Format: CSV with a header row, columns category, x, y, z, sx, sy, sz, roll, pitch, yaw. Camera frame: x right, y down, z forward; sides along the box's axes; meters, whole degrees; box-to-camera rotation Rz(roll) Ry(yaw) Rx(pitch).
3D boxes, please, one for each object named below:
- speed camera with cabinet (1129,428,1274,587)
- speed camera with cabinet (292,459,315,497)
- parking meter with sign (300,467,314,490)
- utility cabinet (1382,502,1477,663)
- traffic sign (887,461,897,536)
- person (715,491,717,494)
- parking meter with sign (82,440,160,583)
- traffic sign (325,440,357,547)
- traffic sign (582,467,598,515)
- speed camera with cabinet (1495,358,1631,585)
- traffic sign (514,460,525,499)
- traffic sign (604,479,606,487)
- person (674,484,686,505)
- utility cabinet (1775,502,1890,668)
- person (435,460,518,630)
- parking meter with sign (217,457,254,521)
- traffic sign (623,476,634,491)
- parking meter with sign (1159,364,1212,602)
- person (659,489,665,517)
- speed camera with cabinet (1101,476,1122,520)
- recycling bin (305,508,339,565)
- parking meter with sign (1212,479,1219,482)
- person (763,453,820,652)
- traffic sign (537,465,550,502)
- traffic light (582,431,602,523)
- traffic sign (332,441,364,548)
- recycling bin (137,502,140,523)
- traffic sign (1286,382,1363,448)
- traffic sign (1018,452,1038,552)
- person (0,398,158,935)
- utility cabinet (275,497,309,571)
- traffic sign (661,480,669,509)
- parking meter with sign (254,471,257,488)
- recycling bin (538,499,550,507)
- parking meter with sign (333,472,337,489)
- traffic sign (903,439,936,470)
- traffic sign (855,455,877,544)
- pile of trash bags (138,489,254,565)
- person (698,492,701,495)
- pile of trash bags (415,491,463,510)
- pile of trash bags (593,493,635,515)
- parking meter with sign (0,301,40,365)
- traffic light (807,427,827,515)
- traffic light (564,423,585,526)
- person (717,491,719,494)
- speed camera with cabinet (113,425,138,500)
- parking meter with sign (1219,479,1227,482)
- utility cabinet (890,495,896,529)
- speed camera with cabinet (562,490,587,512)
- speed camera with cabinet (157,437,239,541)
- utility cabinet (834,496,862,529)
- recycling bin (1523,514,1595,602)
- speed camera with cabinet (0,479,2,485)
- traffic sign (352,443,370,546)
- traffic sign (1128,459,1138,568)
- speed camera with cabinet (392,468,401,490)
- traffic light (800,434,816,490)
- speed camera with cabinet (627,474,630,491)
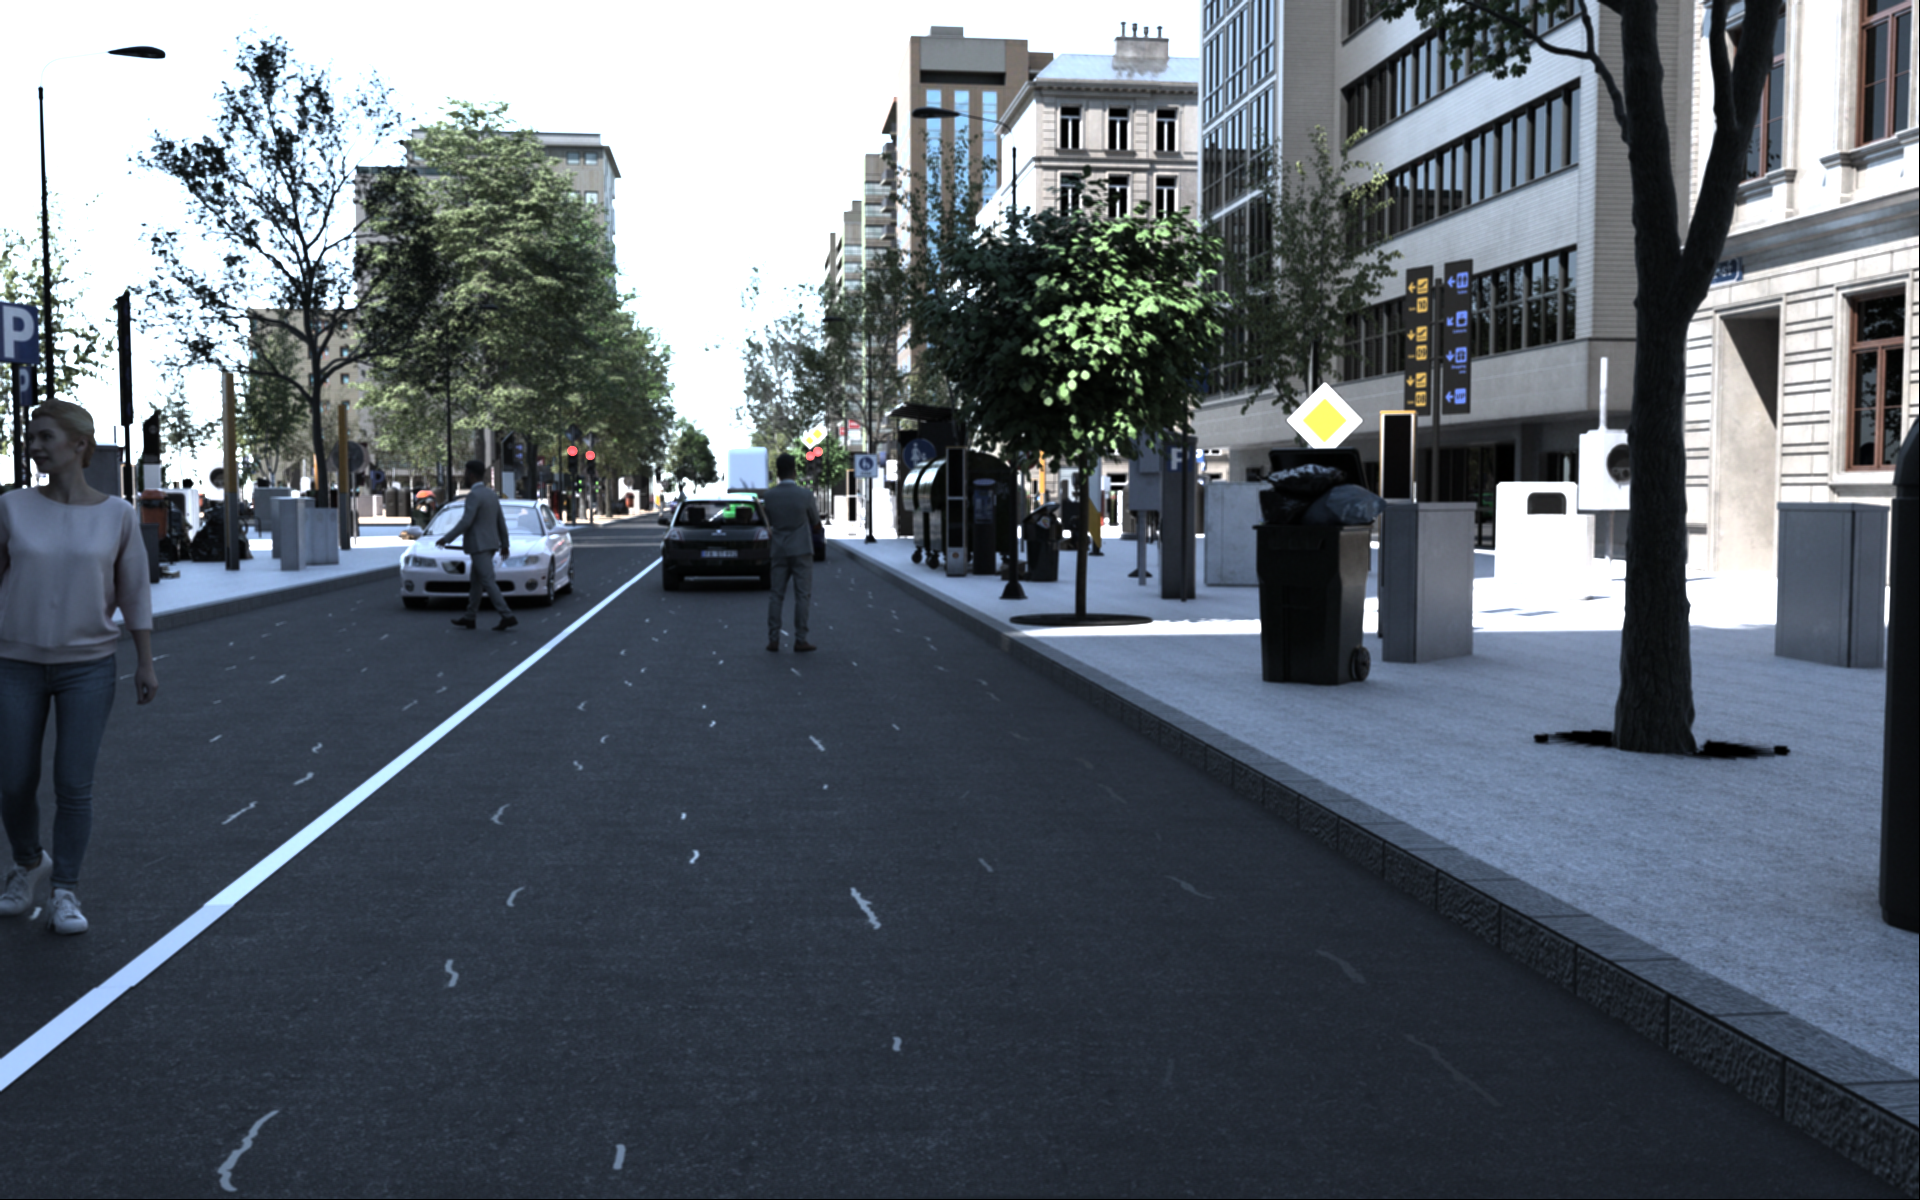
category,x,y,z,sx,sy,sz,roll,pitch,yaw
speed camera with cabinet,3.418,-1.829,24.242,2.038,3.252,0.660,1,4,15
speed camera with cabinet,-36.640,-6.251,96.547,0.660,3.252,2.038,0,4,5
parking meter with sign,-42.870,-7.177,113.608,1.738,3.016,0.543,2,4,29
utility cabinet,3.668,-0.146,13.552,0.306,1.237,1.020,3,5,41
traffic sign,-1.940,-3.124,53.205,0.606,2.300,0.079,0,4,1
person,-36.145,-15.231,257.401,0.709,1.838,0.599,-1,4,-18
parking meter with sign,-12.216,-1.716,24.321,0.543,3.016,1.738,3,4,38
traffic sign,-15.039,-2.565,41.935,0.884,2.594,0.081,0,4,-3
traffic sign,-17.113,-4.894,80.125,0.768,2.556,0.104,0,4,-6
speed camera with cabinet,8.739,-1.865,24.831,2.038,3.252,0.660,-1,4,-17
traffic sign,-16.746,-3.981,65.200,0.768,2.556,0.104,0,4,0
traffic sign,-27.693,-8.341,136.483,0.768,2.556,0.104,0,4,-6
person,-10.737,-3.533,66.453,0.466,1.800,0.511,-1,4,-11
utility cabinet,6.654,-0.127,13.243,0.306,1.237,1.020,0,4,-4
person,-5.061,-0.583,18.313,0.850,1.792,0.678,1,4,12
parking meter with sign,-34.396,-5.218,81.570,1.738,3.016,0.543,0,4,5
traffic sign,-22.825,-7.291,119.310,0.768,2.556,0.104,0,4,-2
parking meter with sign,2.713,-1.538,21.405,0.543,3.016,1.738,0,4,3
person,-18.596,-6.062,108.166,0.362,1.759,0.519,-1,4,-16
speed camera with cabinet,7.547,-5.596,85.824,0.660,3.252,2.038,-3,5,-41
recycling bin,-11.823,-1.159,31.512,0.722,1.027,0.722,1,4,19
parking meter with sign,9.340,-4.296,66.493,0.543,3.016,1.738,2,4,25
person,-1.542,-0.443,15.917,0.511,1.800,0.466,0,4,-1
traffic sign,-18.357,-4.640,75.977,0.768,2.556,0.104,0,4,2
traffic light,-16.275,-5.357,76.503,0.839,4.253,0.868,0,4,-7
traffic sign,-14.646,-2.529,41.458,0.768,2.556,0.104,0,4,1
recycling bin,-26.954,-2.665,56.134,0.722,1.027,0.722,3,4,36
traffic sign,3.749,-1.021,17.885,0.795,2.450,0.064,0,4,1
traffic sign,1.379,-2.328,38.171,0.768,2.556,0.104,0,4,-4
person,-3.091,0.209,5.756,0.731,1.740,0.598,-2,4,-30
utility cabinet,-11.333,-1.116,29.407,0.306,1.237,1.020,-1,4,-14
traffic sign,-25.770,-9.244,151.250,0.768,2.556,0.104,0,4,1
parking meter with sign,-41.264,-6.435,101.466,0.543,3.016,1.738,-3,5,-40
recycling bin,-21.711,-4.810,91.204,0.722,1.027,0.722,2,4,35
parking meter with sign,-40.921,-7.194,113.881,0.543,3.016,1.738,0,4,-4
traffic sign,-0.929,-2.432,39.869,0.768,2.556,0.104,0,4,-1
traffic sign,-2.406,-2.585,44.393,0.606,2.300,0.079,0,4,-6
pile of trash bags,-14.695,-1.405,32.728,1.912,1.369,3.447,0,4,-7
person,-31.921,-12.475,212.989,1.217,1.766,0.721,3,5,41
pile of trash bags,-15.409,-2.662,53.269,1.912,1.369,3.447,2,4,25
pile of trash bags,-20.999,-5.899,106.196,1.912,1.369,3.447,-3,5,-44
parking meter with sign,-9.450,-1.211,16.057,1.738,3.016,0.543,1,4,11
traffic light,-5.752,-4.946,69.780,0.839,4.253,0.868,0,4,-7
traffic light,-15.287,-4.872,68.579,0.839,4.253,0.868,0,4,-7
person,-29.272,-12.278,209.275,0.705,1.821,1.348,-3,5,-39
speed camera with cabinet,-23.942,-3.328,48.747,0.660,3.252,2.038,0,4,4
parking meter with sign,13.173,-5.611,88.002,1.738,3.016,0.543,-1,4,-11
utility cabinet,-2.693,-3.234,64.034,0.306,1.237,1.020,-3,4,-37
speed camera with cabinet,-27.521,-7.861,122.866,2.038,3.252,0.660,-2,4,-32
speed camera with cabinet,-20.937,-3.254,47.535,2.038,3.252,0.660,0,4,-6
utility cabinet,-4.165,-3.266,64.559,1.020,1.237,0.306,0,4,3
recycling bin,7.289,-0.521,21.073,0.722,1.027,0.722,2,4,28
speed camera with cabinet,-54.253,-6.316,97.603,0.660,3.252,2.038,-2,4,-33
traffic sign,-15.021,-2.620,42.948,0.768,2.556,0.104,0,4,-5
traffic sign,2.944,-1.725,28.305,0.768,2.556,0.104,0,4,2
speed camera with cabinet,-42.648,-8.377,131.293,0.660,3.252,2.038,-1,4,-22
traffic light,-6.740,-5.430,77.704,0.839,4.253,0.868,0,4,-7
speed camera with cabinet,-25.311,-8.478,132.950,0.660,3.252,2.038,0,4,-2
